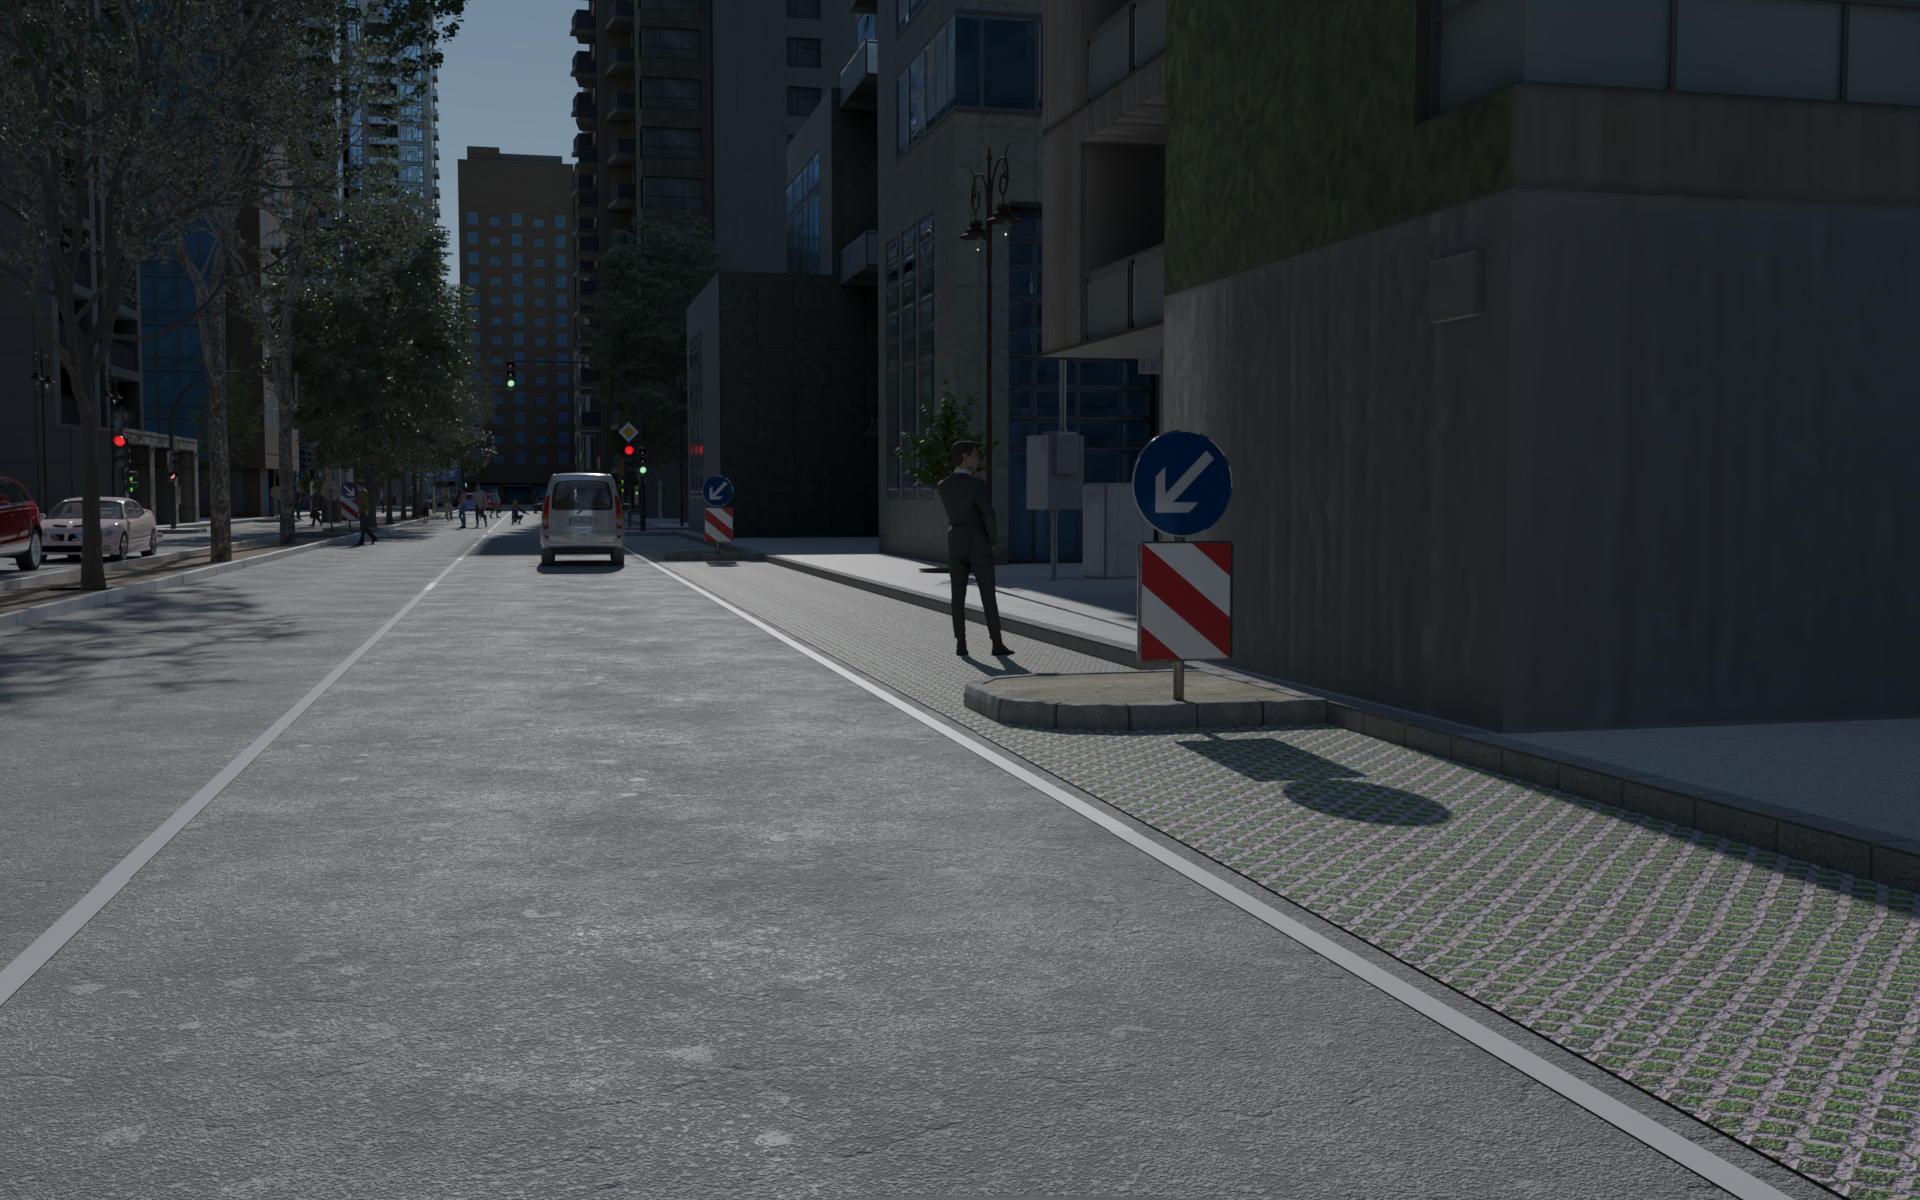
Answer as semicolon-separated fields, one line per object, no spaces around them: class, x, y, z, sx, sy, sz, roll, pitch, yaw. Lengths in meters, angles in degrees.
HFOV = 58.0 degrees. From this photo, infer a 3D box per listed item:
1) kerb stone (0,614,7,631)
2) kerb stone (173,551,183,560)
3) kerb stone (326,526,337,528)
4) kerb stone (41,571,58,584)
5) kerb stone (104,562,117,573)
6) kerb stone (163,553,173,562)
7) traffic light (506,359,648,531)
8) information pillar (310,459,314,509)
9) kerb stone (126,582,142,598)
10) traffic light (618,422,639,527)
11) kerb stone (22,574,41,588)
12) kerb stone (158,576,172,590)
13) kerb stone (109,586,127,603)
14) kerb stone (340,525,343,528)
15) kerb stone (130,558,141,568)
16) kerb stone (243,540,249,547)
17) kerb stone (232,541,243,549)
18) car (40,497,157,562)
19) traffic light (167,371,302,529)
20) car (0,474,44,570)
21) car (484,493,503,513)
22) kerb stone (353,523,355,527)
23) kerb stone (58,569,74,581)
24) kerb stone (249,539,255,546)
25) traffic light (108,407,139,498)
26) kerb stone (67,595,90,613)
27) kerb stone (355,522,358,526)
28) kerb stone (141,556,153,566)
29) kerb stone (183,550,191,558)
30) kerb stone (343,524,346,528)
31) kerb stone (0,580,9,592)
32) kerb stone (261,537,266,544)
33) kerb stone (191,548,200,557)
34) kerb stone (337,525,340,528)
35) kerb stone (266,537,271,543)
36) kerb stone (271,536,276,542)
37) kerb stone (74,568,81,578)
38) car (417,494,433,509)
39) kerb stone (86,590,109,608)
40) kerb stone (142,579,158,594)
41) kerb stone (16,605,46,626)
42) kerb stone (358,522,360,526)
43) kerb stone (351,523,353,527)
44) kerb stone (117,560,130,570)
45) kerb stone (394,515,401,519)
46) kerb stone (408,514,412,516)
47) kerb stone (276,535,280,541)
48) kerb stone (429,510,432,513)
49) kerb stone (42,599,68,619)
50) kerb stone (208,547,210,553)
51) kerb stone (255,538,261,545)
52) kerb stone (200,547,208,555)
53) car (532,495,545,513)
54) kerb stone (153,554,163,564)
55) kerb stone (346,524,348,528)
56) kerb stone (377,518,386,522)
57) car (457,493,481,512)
kerb stone;-10.109;0.247;18.175;0.120;0.150;1.000;-1;4;-14
kerb stone;-17.093;-0.941;37.589;0.120;0.150;1.000;-1;4;-14
kerb stone;-24.640;-2.798;67.943;0.120;0.150;1.000;-1;4;-14
kerb stone;-14.629;-0.332;27.629;0.120;0.150;1.000;-1;4;-14
kerb stone;-15.613;-0.572;31.619;0.120;0.150;1.000;-1;4;-14
kerb stone;-16.850;-0.879;36.596;0.120;0.150;1.000;-1;4;-14
traffic light;-13.006;-5.167;59.149;4.771;5.953;1.251;-1;4;-14
information pillar;-43.625;-7.660;116.602;0.183;3.616;0.504;0;4;-2
kerb stone;-11.601;-0.118;24.128;0.120;0.150;1.000;-1;4;-14
traffic light;-12.922;-4.809;67.540;0.839;4.253;0.868;-1;4;-14
kerb stone;-14.373;-0.263;26.628;0.120;0.150;1.000;-1;4;-14
kerb stone;-12.089;-0.232;26.115;0.120;0.150;1.000;-1;4;-14
kerb stone;-11.342;-0.055;23.139;0.120;0.150;1.000;-1;4;-14
kerb stone;-25.137;-2.918;69.940;0.120;0.150;1.000;-1;4;-14
kerb stone;-16.110;-0.698;33.604;0.120;0.150;1.000;-1;4;-14
kerb stone;-19.325;-1.488;46.557;0.120;0.150;1.000;-1;4;-14
kerb stone;-19.077;-1.428;45.548;0.120;0.150;1.000;-1;4;-14
car;-19.091;-1.583;38.240;2.083;1.381;4.827;-1;4;-13
traffic light;-26.886;-5.470;64.105;4.771;5.953;1.251;-1;4;-14
car;-18.055;-1.364;30.974;2.281;1.827;5.304;-1;4;-13
car;-36.105;-7.566;132.745;2.155;1.783;4.494;-1;4;-15
kerb stone;-26.370;-3.220;74.909;0.120;0.150;1.000;-1;4;-14
kerb stone;-14.874;-0.393;28.624;0.120;0.150;1.000;-1;4;-14
kerb stone;-19.573;-1.551;47.552;0.120;0.150;1.000;-1;4;-14
traffic light;-26.970;-4.092;55.820;0.839;4.253;0.868;-1;4;-14
kerb stone;-10.853;0.069;21.153;0.120;0.150;1.000;-1;4;-14
kerb stone;-26.613;-3.285;75.902;0.120;0.150;1.000;-1;4;-14
kerb stone;-16.352;-0.759;34.598;0.120;0.150;1.000;-1;4;-14
kerb stone;-17.351;-1.002;38.582;0.120;0.150;1.000;-1;4;-14
kerb stone;-25.382;-2.981;70.935;0.120;0.150;1.000;-1;4;-14
kerb stone;-14.137;-0.201;25.633;0.120;0.150;1.000;-1;4;-14
kerb stone;-20.076;-1.673;49.548;0.120;0.150;1.000;-1;4;-14
kerb stone;-17.593;-1.063;39.576;0.120;0.150;1.000;-1;4;-14
kerb stone;-24.885;-2.859;68.945;0.120;0.150;1.000;-1;4;-14
kerb stone;-20.314;-1.733;50.542;0.120;0.150;1.000;-1;4;-14
kerb stone;-20.564;-1.794;51.535;0.120;0.150;1.000;-1;4;-14
kerb stone;-15.122;-0.454;29.617;0.120;0.150;1.000;-1;4;-14
car;-50.048;-9.313;162.059;2.009;1.686;4.222;-1;4;-14
kerb stone;-11.100;0.003;22.146;0.120;0.150;1.000;-1;4;-14
kerb stone;-11.847;-0.179;25.122;0.120;0.150;1.000;-1;4;-14
kerb stone;-10.354;0.185;19.170;0.120;0.150;1.000;-1;4;-14
kerb stone;-26.863;-3.346;76.904;0.120;0.150;1.000;-1;4;-14
kerb stone;-26.125;-3.163;73.917;0.120;0.150;1.000;-1;4;-14
kerb stone;-15.865;-0.637;32.610;0.120;0.150;1.000;-1;4;-14
kerb stone;-33.053;-4.864;101.768;0.120;0.150;1.000;-1;4;-14
kerb stone;-35.768;-5.537;112.721;0.120;0.150;1.000;-1;4;-14
kerb stone;-20.814;-1.855;52.531;0.120;0.150;1.000;-1;4;-14
kerb stone;-41.697;-6.998;136.605;0.120;0.150;1.000;-1;4;-14
kerb stone;-10.605;0.124;20.161;0.120;0.150;1.000;-1;4;-14
kerb stone;-18.088;-1.184;41.562;0.120;0.150;1.000;-1;4;-14
kerb stone;-19.822;-1.611;48.553;0.120;0.150;1.000;-1;4;-14
kerb stone;-17.841;-1.124;40.570;0.120;0.150;1.000;-1;4;-14
car;-31.053;-7.164;129.714;1.945;1.354;3.894;-1;4;-14
kerb stone;-16.606;-0.819;35.588;0.120;0.150;1.000;-1;4;-14
kerb stone;-25.625;-3.041;71.928;0.120;0.150;1.000;-1;4;-14
kerb stone;-30.323;-4.195;90.826;0.120;0.150;1.000;-1;4;-14
car;-34.628;-6.920;122.728;1.945;1.707;3.694;-1;4;-15
